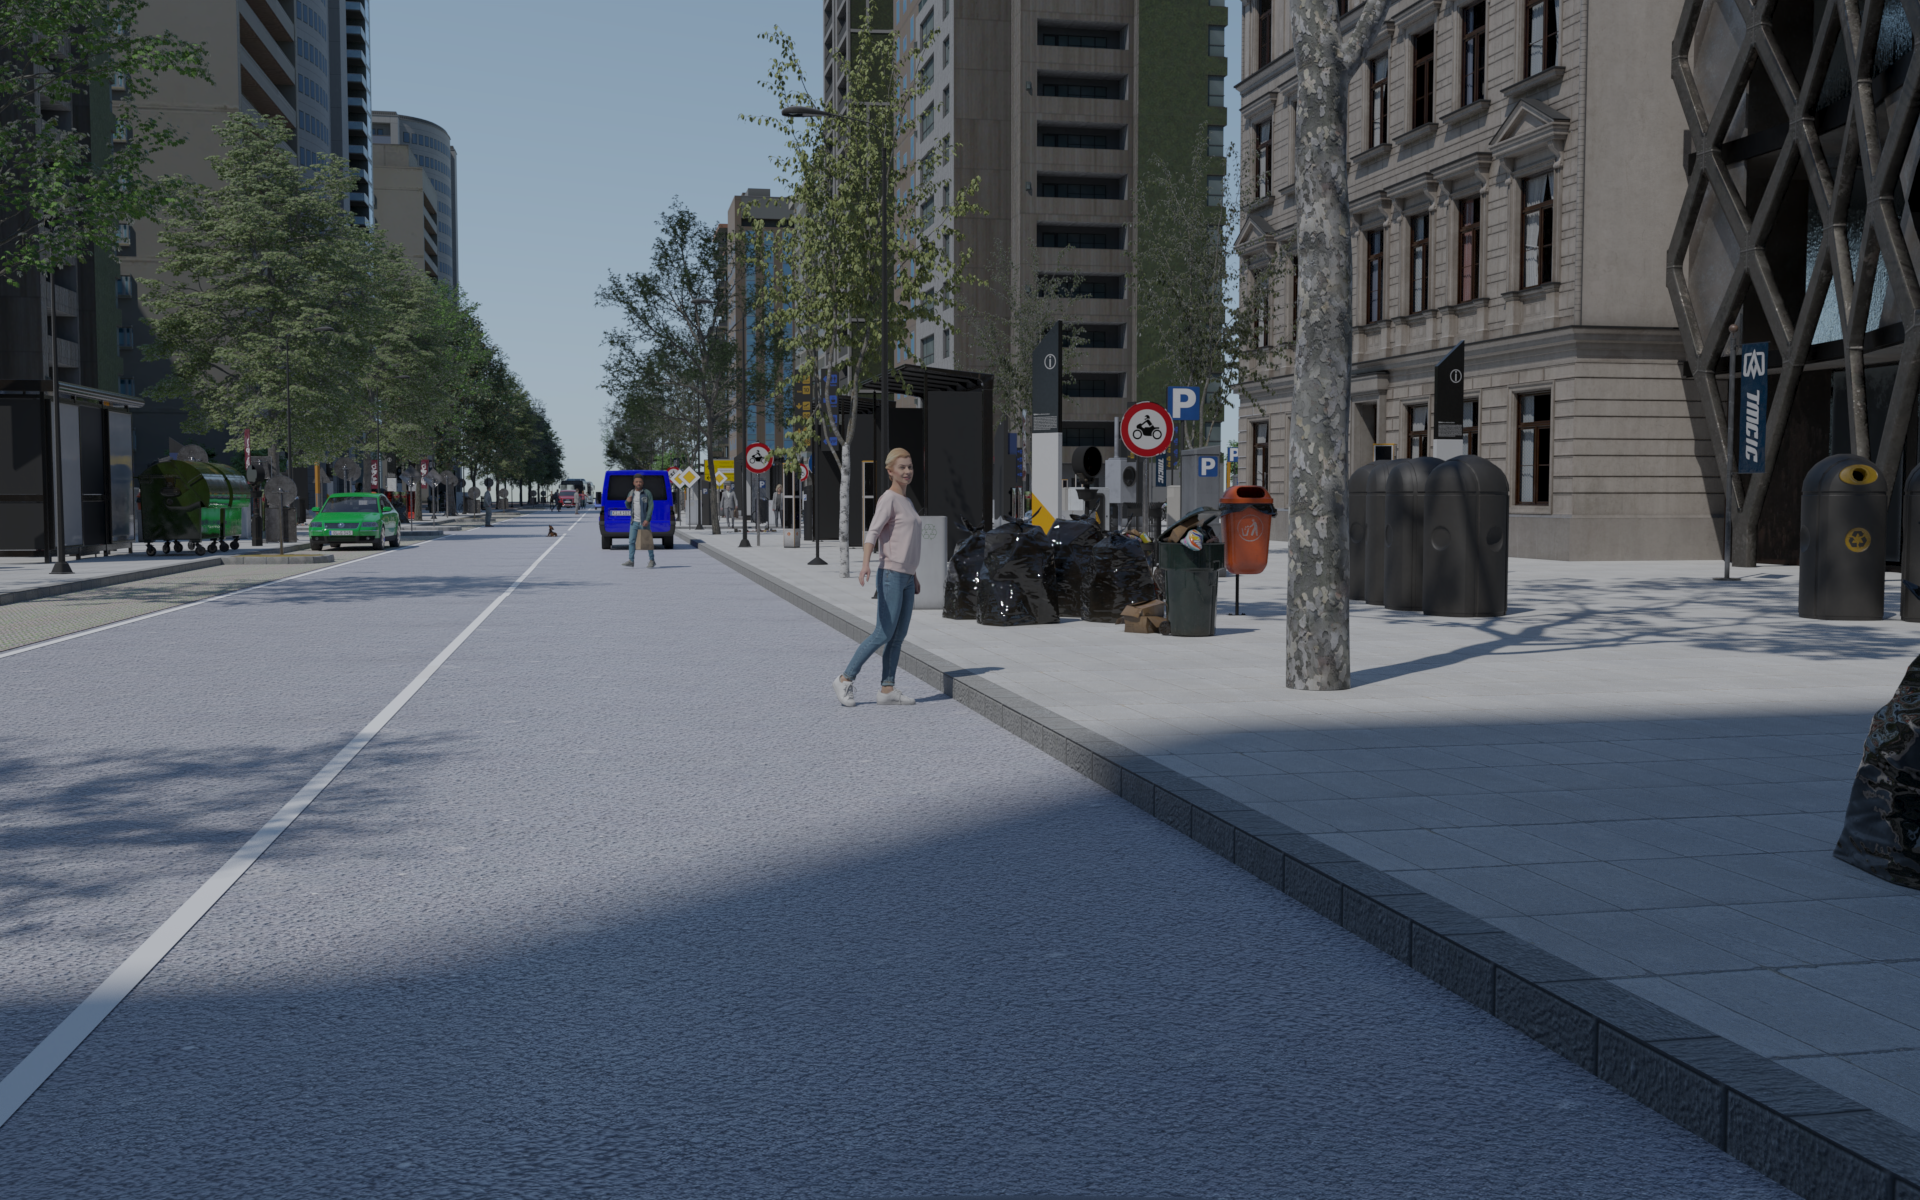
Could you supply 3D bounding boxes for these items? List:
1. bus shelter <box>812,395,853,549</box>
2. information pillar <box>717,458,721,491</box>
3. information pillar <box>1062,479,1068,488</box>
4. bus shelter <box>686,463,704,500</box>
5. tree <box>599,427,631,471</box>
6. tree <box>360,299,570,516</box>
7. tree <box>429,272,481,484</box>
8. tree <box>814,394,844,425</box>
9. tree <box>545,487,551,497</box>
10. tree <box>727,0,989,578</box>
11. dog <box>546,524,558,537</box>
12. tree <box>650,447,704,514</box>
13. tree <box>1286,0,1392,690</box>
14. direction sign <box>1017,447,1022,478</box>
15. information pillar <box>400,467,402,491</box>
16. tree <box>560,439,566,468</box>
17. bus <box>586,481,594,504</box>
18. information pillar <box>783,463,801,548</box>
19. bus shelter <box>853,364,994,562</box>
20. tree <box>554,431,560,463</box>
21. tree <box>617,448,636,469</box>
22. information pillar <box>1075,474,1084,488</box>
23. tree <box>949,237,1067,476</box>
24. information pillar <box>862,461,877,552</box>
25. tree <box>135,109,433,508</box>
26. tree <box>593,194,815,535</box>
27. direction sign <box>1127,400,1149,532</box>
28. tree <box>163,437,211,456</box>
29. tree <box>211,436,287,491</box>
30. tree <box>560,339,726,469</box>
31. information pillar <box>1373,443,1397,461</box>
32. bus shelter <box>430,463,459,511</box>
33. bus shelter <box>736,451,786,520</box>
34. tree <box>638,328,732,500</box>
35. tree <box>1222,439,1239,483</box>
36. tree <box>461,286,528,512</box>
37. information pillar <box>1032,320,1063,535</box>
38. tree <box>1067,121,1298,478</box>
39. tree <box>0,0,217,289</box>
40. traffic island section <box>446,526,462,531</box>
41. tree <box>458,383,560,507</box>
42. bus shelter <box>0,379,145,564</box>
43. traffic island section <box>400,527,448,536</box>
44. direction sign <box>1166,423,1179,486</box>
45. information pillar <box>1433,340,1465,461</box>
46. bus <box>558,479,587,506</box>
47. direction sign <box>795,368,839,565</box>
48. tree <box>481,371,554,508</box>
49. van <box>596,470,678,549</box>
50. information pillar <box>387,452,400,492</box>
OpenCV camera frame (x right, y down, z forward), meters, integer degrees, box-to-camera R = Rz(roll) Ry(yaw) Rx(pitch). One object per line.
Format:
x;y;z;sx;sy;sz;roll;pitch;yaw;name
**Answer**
-2.870;-3.194;43.501;1.731;3.624;6.357;-1;4;-12;bus shelter
-15.805;-7.352;111.552;0.504;3.616;0.183;1;4;11;information pillar
5.218;-5.053;87.107;0.304;2.012;0.304;-1;4;-19;information pillar
-17.666;-7.544;117.275;2.014;3.302;5.546;-1;4;-12;bus shelter
-46.602;-19.474;244.147;9.928;11.665;9.643;0;3;0;tree
-29.702;-11.214;100.349;9.611;12.733;9.660;0;3;0;tree
-24.607;-9.465;72.882;7.486;12.596;7.792;0;3;0;tree
-8.772;-10.369;119.898;4.360;8.622;3.978;0;3;0;tree
-65.577;-19.859;275.048;4.737;8.622;4.395;0;3;0;tree
-1.689;-4.657;26.506;4.737;8.622;4.395;0;3;0;tree
-13.742;-2.315;58.051;0.550;0.427;0.748;0;4;8;dog
-18.212;-7.812;111.440;4.285;4.588;4.351;0;3;0;tree
1.450;-9.409;9.719;12.611;20.169;13.585;0;3;0;tree
2.662;-5.630;84.052;0.876;3.537;0.379;-2;4;-26;direction sign
-42.969;-8.646;132.720;0.504;3.616;0.183;1;4;15;information pillar
-61.551;-20.578;254.573;7.486;12.596;7.792;0;3;0;tree
-53.374;-15.322;245.369;2.948;3.499;13.247;-1;4;-10;bus
-3.999;-2.243;41.161;0.304;2.012;0.304;2;4;24;information pillar
-0.766;-2.640;34.447;1.731;3.624;6.357;-1;4;-12;bus shelter
-50.697;-17.121;198.060;7.486;12.596;7.792;0;3;0;tree
-35.395;-14.826;192.765;4.737;8.622;4.395;0;3;0;tree
3.773;-3.002;53.577;0.304;2.012;0.304;-3;5;-44;information pillar
1.918;-6.025;48.873;4.360;8.622;3.978;0;3;0;tree
-2.011;-2.077;38.454;0.304;2.012;0.304;0;4;-7;information pillar
-20.821;-8.205;52.286;7.486;12.596;7.792;0;3;0;tree
-8.050;-7.347;54.535;7.601;10.594;8.767;0;4;-2;tree
4.337;-3.077;42.313;0.379;3.537;0.876;-2;4;-29;direction sign
-44.527;-7.142;100.477;4.285;4.588;4.351;0;3;0;tree
-38.481;-6.816;95.152;4.285;4.588;4.351;0;3;0;tree
-22.019;-13.446;130.209;12.009;13.543;11.850;0;3;0;tree
6.196;-1.272;25.297;0.304;2.012;0.304;1;4;23;information pillar
-39.035;-8.576;131.499;1.731;3.624;6.357;-1;4;-12;bus shelter
-9.355;-5.372;81.762;2.014;3.302;5.546;-1;4;-12;bus shelter
-11.717;-7.561;73.989;4.360;8.622;3.978;0;3;0;tree
14.548;-6.241;85.761;4.285;4.588;4.351;0;3;0;tree
-25.647;-9.563;82.107;9.928;11.665;9.643;0;3;0;tree
1.193;-1.967;23.522;0.504;3.616;0.183;3;5;44;information pillar
5.057;-5.196;35.325;4.360;8.622;3.978;0;3;0;tree
-13.221;-5.831;21.086;9.928;11.665;9.643;0;3;0;tree
-20.662;-2.794;67.970;2.009;0.180;2.903;-1;4;-12;traffic island section
-45.795;-16.118;173.903;12.009;13.543;11.850;0;3;0;tree
-17.832;-3.386;32.995;2.179;5.291;8.768;-1;4;-11;bus shelter
-19.057;-2.316;60.147;2.009;0.180;2.903;-1;4;-12;traffic island section
6.816;-3.892;55.623;0.379;3.537;0.876;-1;4;-17;direction sign
7.425;-2.138;26.313;0.504;3.616;0.183;-1;4;-19;information pillar
-44.565;-12.544;199.958;2.948;3.499;13.247;-1;4;-10;bus
-2.586;-2.407;31.344;0.876;3.537;0.379;1;4;22;direction sign
-40.902;-14.462;154.575;7.486;12.596;7.792;0;3;0;tree
-8.695;-2.583;46.620;2.240;2.365;5.245;-1;4;-11;van
-29.485;-6.026;89.874;0.504;3.616;0.183;1;4;8;information pillar
